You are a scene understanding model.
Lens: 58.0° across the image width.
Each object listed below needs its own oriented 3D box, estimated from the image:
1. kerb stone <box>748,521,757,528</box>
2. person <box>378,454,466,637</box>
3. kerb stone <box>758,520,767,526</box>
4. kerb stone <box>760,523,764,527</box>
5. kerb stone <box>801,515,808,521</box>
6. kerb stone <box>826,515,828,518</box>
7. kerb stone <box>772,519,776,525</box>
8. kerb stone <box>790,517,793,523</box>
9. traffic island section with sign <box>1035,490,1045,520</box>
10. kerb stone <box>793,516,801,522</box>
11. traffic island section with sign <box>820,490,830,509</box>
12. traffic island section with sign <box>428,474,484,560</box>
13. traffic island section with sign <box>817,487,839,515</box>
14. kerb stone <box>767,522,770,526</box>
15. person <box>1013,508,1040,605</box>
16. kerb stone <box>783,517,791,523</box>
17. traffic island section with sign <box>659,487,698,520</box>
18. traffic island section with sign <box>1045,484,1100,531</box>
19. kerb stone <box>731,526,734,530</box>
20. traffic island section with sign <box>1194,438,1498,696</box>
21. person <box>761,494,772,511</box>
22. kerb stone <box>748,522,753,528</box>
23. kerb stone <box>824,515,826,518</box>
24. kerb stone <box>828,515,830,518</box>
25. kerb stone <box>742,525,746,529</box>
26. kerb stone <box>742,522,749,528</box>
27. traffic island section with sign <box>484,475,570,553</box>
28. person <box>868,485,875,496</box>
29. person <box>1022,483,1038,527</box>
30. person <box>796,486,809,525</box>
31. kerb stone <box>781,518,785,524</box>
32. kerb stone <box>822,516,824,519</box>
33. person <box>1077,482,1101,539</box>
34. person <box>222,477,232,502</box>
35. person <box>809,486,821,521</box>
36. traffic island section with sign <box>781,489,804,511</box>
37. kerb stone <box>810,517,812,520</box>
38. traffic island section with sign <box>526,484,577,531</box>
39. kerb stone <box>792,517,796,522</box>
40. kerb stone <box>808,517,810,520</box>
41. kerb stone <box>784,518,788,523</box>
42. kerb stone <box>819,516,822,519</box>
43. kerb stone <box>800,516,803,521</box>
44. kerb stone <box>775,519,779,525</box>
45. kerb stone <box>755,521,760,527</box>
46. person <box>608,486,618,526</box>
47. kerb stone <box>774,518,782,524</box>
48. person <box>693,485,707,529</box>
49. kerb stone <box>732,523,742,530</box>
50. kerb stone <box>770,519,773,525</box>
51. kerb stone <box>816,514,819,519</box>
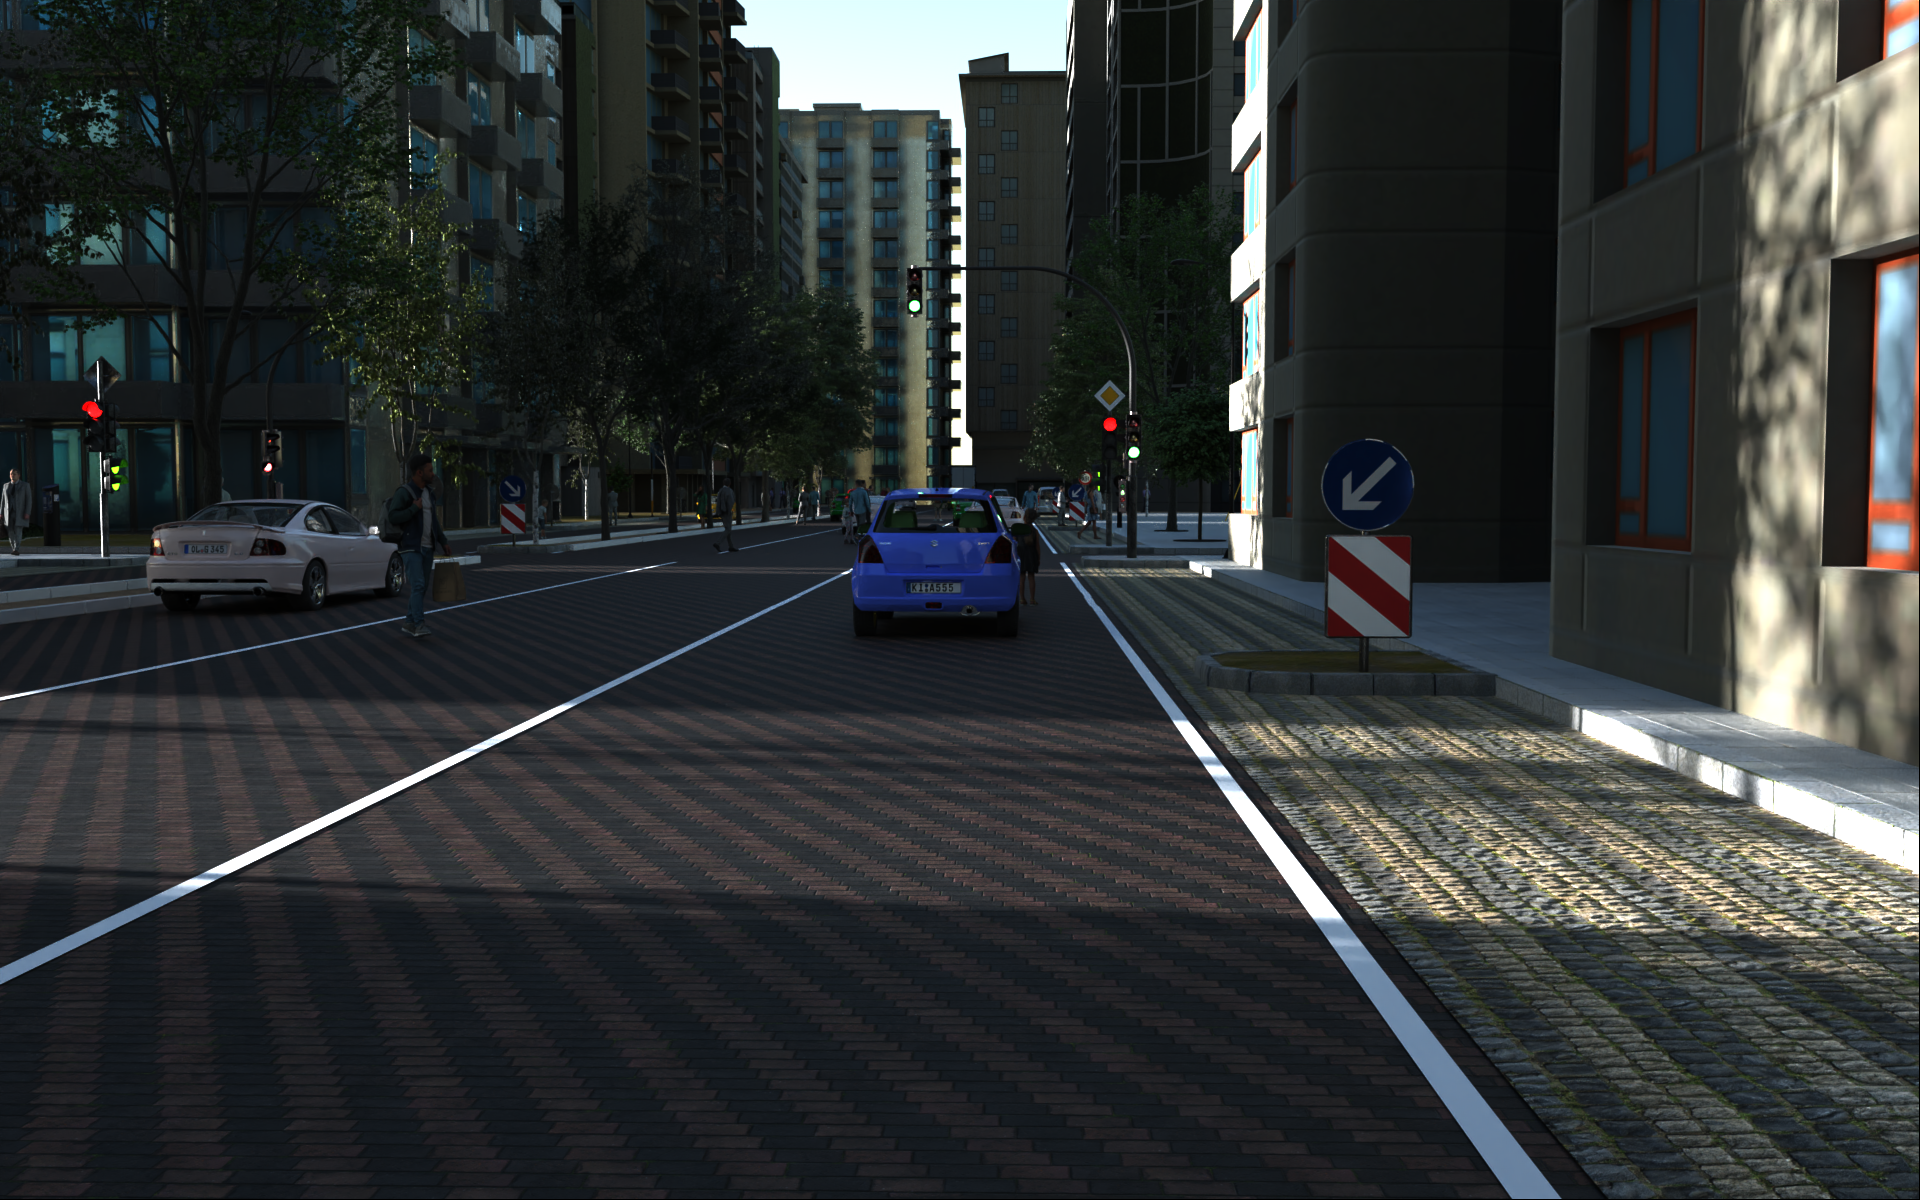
[{"bbox_3d":[-8.913,-3.164,73.922,0.120,0.150,1.000,0,4,2],"label":"kerb stone"},{"bbox_3d":[-5.324,-0.532,17.182,0.713,1.824,0.794,3,4,38],"label":"person"},{"bbox_3d":[-8.826,-3.346,76.994,0.120,0.150,1.000,0,4,2],"label":"kerb stone"},{"bbox_3d":[-8.861,-3.289,75.969,0.120,0.150,1.000,0,4,2],"label":"kerb stone"},{"bbox_3d":[-8.374,-4.292,92.362,0.120,0.150,1.000,0,4,2],"label":"kerb stone"},{"bbox_3d":[-8.069,-4.918,102.607,0.120,0.150,1.000,0,4,2],"label":"kerb stone"},{"bbox_3d":[-8.735,-3.540,80.073,0.120,0.150,1.000,0,4,2],"label":"kerb stone"},{"bbox_3d":[-8.550,-3.915,86.207,0.120,0.150,1.000,0,4,2],"label":"kerb stone"},{"bbox_3d":[5.248,-5.280,94.948,1.989,1.847,2.006,0,4,2],"label":"traffic island section with sign"},{"bbox_3d":[-8.465,-4.103,89.280,0.120,0.150,1.000,0,4,2],"label":"kerb stone"},{"bbox_3d":[-13.078,-10.022,172.493,1.989,1.847,2.006,0,4,2],"label":"traffic island section with sign"},{"bbox_3d":[-11.099,-1.670,35.440,2.006,1.907,1.989,0,4,2],"label":"traffic island section with sign"},{"bbox_3d":[-8.658,-6.716,117.949,2.006,1.907,1.989,0,4,2],"label":"traffic island section with sign"},{"bbox_3d":[-8.793,-3.411,78.025,0.120,0.150,1.000,0,4,2],"label":"kerb stone"},{"bbox_3d":[0.856,-0.562,22.361,0.362,1.253,0.373,1,4,10],"label":"person"},{"bbox_3d":[-8.577,-3.852,85.183,0.120,0.150,1.000,0,4,2],"label":"kerb stone"},{"bbox_3d":[-15.372,-5.291,95.132,1.989,1.847,2.006,0,4,2],"label":"traffic island section with sign"},{"bbox_3d":[4.445,-3.627,67.932,1.989,1.847,2.006,0,4,2],"label":"traffic island section with sign"},{"bbox_3d":[-9.098,-2.785,67.775,0.120,0.150,1.000,0,4,2],"label":"kerb stone"},{"bbox_3d":[2.834,-0.278,13.176,1.989,1.847,2.006,0,4,2],"label":"traffic island section with sign"},{"bbox_3d":[-12.074,-6.098,108.306,0.694,1.812,0.767,2,4,24],"label":"person"},{"bbox_3d":[-8.951,-3.100,72.888,0.120,0.150,1.000,0,4,2],"label":"kerb stone"},{"bbox_3d":[-8.103,-4.853,101.574,0.120,0.150,1.000,0,4,2],"label":"kerb stone"},{"bbox_3d":[-8.039,-4.978,103.632,0.120,0.150,1.000,0,4,2],"label":"kerb stone"},{"bbox_3d":[-9.013,-2.976,70.845,0.120,0.150,1.000,0,4,2],"label":"kerb stone"},{"bbox_3d":[-8.981,-3.031,71.867,0.120,0.150,1.000,0,4,2],"label":"kerb stone"},{"bbox_3d":[-10.870,-2.123,42.843,2.006,1.907,1.989,0,4,2],"label":"traffic island section with sign"},{"bbox_3d":[-3.819,-4.042,74.693,0.767,1.812,0.694,2,4,27],"label":"person"},{"bbox_3d":[2.756,-3.587,67.009,0.638,1.841,0.748,2,4,33],"label":"person"},{"bbox_3d":[-7.279,-4.359,80.040,0.520,1.790,0.573,-3,4,-36],"label":"person"},{"bbox_3d":[-8.646,-3.727,83.140,0.120,0.150,1.000,0,4,2],"label":"kerb stone"},{"bbox_3d":[-8.127,-4.792,100.549,0.120,0.150,1.000,0,4,2],"label":"kerb stone"},{"bbox_3d":[4.125,-2.826,54.801,0.778,1.811,0.616,-1,4,-10],"label":"person"},{"bbox_3d":[-13.351,-1.369,31.377,0.515,1.767,0.782,1,4,13],"label":"person"},{"bbox_3d":[-7.739,-5.084,91.487,0.638,1.841,0.748,2,4,28],"label":"person"},{"bbox_3d":[-13.897,-8.346,145.080,1.989,1.847,2.006,0,4,2],"label":"traffic island section with sign"},{"bbox_3d":[-8.307,-4.416,94.405,0.120,0.150,1.000,0,4,2],"label":"kerb stone"},{"bbox_3d":[-16.171,-3.643,68.189,1.989,1.847,2.006,0,4,2],"label":"traffic island section with sign"},{"bbox_3d":[-8.520,-3.978,87.231,0.120,0.150,1.000,0,4,2],"label":"kerb stone"},{"bbox_3d":[-8.346,-4.352,93.384,0.120,0.150,1.000,0,4,2],"label":"kerb stone"},{"bbox_3d":[-8.611,-3.787,84.161,0.120,0.150,1.000,0,4,2],"label":"kerb stone"},{"bbox_3d":[-8.165,-4.725,99.528,0.120,0.150,1.000,0,4,2],"label":"kerb stone"},{"bbox_3d":[-8.436,-4.166,90.301,0.120,0.150,1.000,0,4,2],"label":"kerb stone"},{"bbox_3d":[-8.703,-3.602,81.095,0.120,0.150,1.000,0,4,2],"label":"kerb stone"},{"bbox_3d":[-8.885,-3.226,74.947,0.120,0.150,1.000,0,4,2],"label":"kerb stone"},{"bbox_3d":[-15.664,-4.237,77.956,0.466,1.800,0.511,3,5,44],"label":"person"},{"bbox_3d":[-8.671,-3.664,82.117,0.120,0.150,1.000,0,4,2],"label":"kerb stone"},{"bbox_3d":[-10.425,-3.749,70.048,0.600,1.795,0.529,2,4,25],"label":"person"},{"bbox_3d":[-9.039,-2.913,69.823,0.120,0.150,1.000,0,4,2],"label":"kerb stone"},{"bbox_3d":[-8.770,-3.477,79.047,0.120,0.150,1.000,0,4,2],"label":"kerb stone"},{"bbox_3d":[-8.212,-4.603,97.477,0.120,0.150,1.000,0,4,2],"label":"kerb stone"}]
